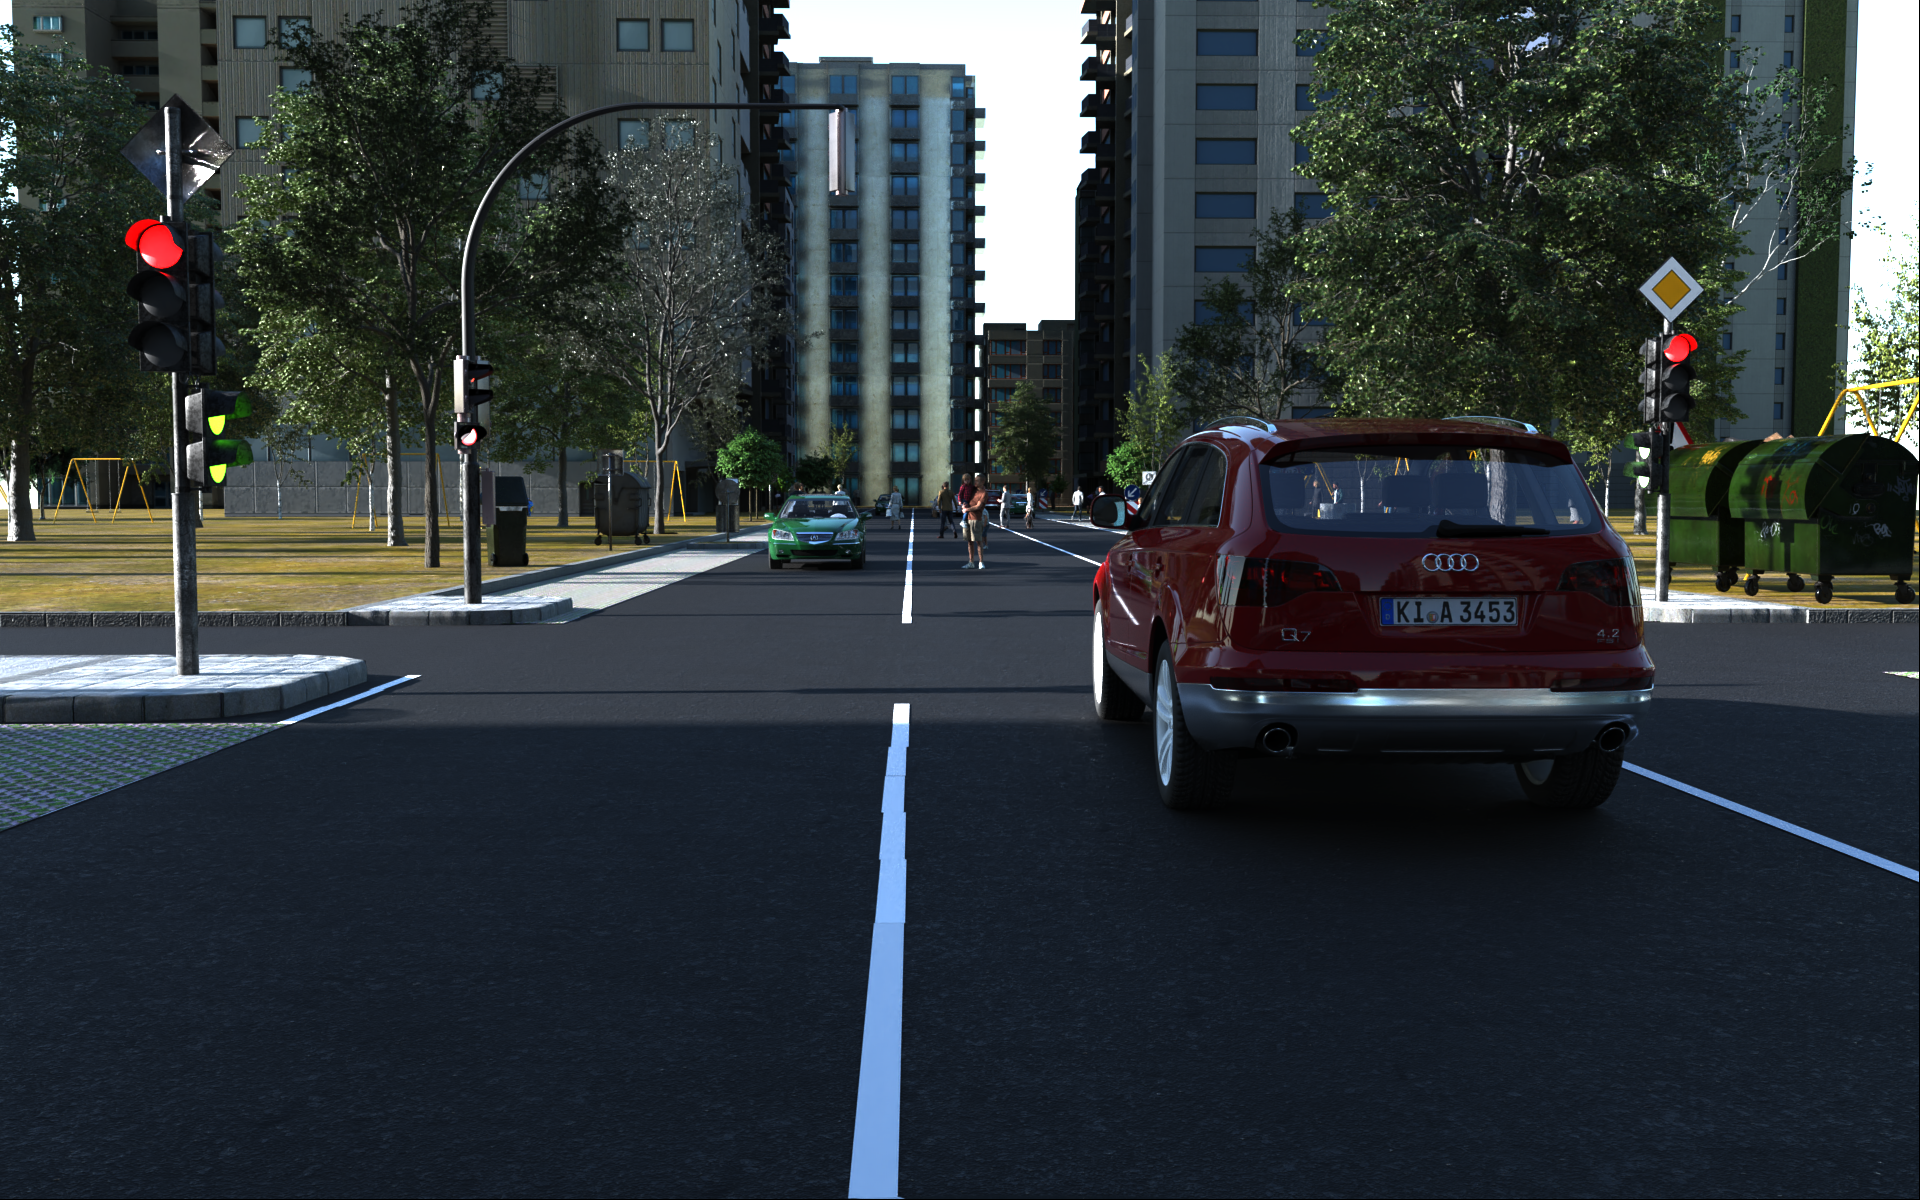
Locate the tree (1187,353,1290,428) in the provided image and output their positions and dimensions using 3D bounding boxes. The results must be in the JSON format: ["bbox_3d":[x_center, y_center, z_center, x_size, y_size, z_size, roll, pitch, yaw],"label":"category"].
[{"bbox_3d":[12.498,-7.980,80.831,4.360,8.622,3.978,0,3,0],"label":"tree"}]

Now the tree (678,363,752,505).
[{"bbox_3d":[-12.946,-8.708,92.744,4.360,8.622,3.978,0,3,0],"label":"tree"}]

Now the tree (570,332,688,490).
[{"bbox_3d":[-13.851,-7.610,74.794,4.737,8.622,4.395,0,3,0],"label":"tree"}]

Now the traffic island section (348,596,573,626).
[{"bbox_3d":[-5.732,0.119,20.328,2.009,0.180,2.903,0,4,-2],"label":"traffic island section"}]

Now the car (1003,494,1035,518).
[{"bbox_3d":[3.563,-5.758,105.936,2.131,1.459,4.920,0,4,-3],"label":"car"}]

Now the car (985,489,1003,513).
[{"bbox_3d":[2.341,-7.455,130.556,2.281,1.827,5.304,0,4,-1],"label":"car"}]

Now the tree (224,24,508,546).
[{"bbox_3d":[-13.962,-7.581,42.085,7.486,12.596,7.792,0,3,0],"label":"tree"}]

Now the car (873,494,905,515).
[{"bbox_3d":[-4.807,-6.474,117.640,2.131,1.459,4.920,0,4,-1],"label":"car"}]

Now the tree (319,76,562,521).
[{"bbox_3d":[-24.236,-13.731,80.399,12.611,20.169,13.585,0,3,0],"label":"tree"}]

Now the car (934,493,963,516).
[{"bbox_3d":[-0.690,-6.580,116.629,2.155,1.783,4.494,0,4,0],"label":"car"}]

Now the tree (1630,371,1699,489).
[{"bbox_3d":[35.025,-8.318,86.359,4.737,8.622,4.395,0,3,0],"label":"tree"}]

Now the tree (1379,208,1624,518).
[{"bbox_3d":[14.186,-5.828,45.651,4.737,8.622,4.395,0,3,0],"label":"tree"}]

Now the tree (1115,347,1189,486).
[{"bbox_3d":[9.803,-8.352,86.922,4.737,8.622,4.395,0,3,0],"label":"tree"}]

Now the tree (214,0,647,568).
[{"bbox_3d":[-9.097,-5.867,30.342,8.767,10.594,7.601,1,4,22],"label":"tree"}]

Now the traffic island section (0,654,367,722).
[{"bbox_3d":[-5.520,0.608,12.345,2.009,0.180,2.903,0,4,-2],"label":"traffic island section"}]

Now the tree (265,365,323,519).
[{"bbox_3d":[-34.908,-8.477,88.968,4.360,8.622,3.978,0,3,0],"label":"tree"}]

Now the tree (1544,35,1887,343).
[{"bbox_3d":[29.718,-13.047,69.208,12.611,20.169,13.585,0,3,0],"label":"tree"}]

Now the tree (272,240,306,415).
[{"bbox_3d":[-29.284,-9.726,65.676,9.857,13.997,8.962,0,3,0],"label":"tree"}]

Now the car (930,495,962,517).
[{"bbox_3d":[-0.853,-5.945,109.567,2.083,1.381,4.827,0,4,-2],"label":"car"}]

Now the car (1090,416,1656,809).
[{"bbox_3d":[1.904,-0.046,9.424,2.281,1.827,5.304,0,4,-1],"label":"car"}]

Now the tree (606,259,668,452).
[{"bbox_3d":[-15.117,-9.131,67.414,7.486,12.596,7.792,0,3,0],"label":"tree"}]

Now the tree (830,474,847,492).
[{"bbox_3d":[-11.692,-10.575,167.505,1.663,3.219,1.824,0,3,0],"label":"tree"}]

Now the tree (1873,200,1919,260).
[{"bbox_3d":[24.213,-5.644,42.638,4.737,8.622,4.395,0,3,0],"label":"tree"}]

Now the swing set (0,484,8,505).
[{"bbox_3d":[-36.746,-4.114,64.891,2.862,2.851,3.119,-2,4,-30],"label":"swing set"}]

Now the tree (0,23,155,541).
[{"bbox_3d":[-25.788,-8.606,47.367,9.857,13.997,8.962,0,3,0],"label":"tree"}]

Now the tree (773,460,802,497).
[{"bbox_3d":[-9.714,-6.316,97.872,1.663,3.219,1.824,0,3,0],"label":"tree"}]

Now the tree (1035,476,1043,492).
[{"bbox_3d":[7.964,-10.360,163.990,1.663,3.219,1.824,0,3,0],"label":"tree"}]

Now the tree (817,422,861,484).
[{"bbox_3d":[-12.005,-13.607,172.832,4.737,8.622,4.395,0,3,0],"label":"tree"}]

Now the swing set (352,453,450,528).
[{"bbox_3d":[-21.546,-4.208,66.426,3.119,2.851,2.862,0,4,-1],"label":"swing set"}]

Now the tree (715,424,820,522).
[{"bbox_3d":[-10.178,-6.342,87.409,4.285,4.588,4.351,0,3,0],"label":"tree"}]

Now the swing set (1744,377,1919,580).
[{"bbox_3d":[12.962,-1.620,24.108,2.862,2.851,3.119,0,4,6],"label":"swing set"}]

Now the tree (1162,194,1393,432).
[{"bbox_3d":[9.815,-7.338,54.386,8.767,10.594,7.601,-3,5,-39],"label":"tree"}]

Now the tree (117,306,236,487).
[{"bbox_3d":[-26.298,-6.552,57.494,4.737,8.622,4.395,0,3,0],"label":"tree"}]

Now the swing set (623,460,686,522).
[{"bbox_3d":[-14.770,-5.110,81.173,3.119,2.851,2.862,-2,4,-26],"label":"swing set"}]

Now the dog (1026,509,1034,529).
[{"bbox_3d":[3.005,-3.373,71.991,0.513,0.831,0.800,3,5,44],"label":"dog"}]

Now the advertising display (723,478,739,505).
[{"bbox_3d":[-9.014,-3.854,68.219,0.123,1.923,0.974,2,4,26],"label":"advertising display"}]

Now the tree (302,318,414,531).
[{"bbox_3d":[-20.728,-6.712,60.097,4.737,8.622,4.395,0,3,0],"label":"tree"}]

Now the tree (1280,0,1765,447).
[{"bbox_3d":[10.831,-7.815,34.424,9.857,13.997,8.962,0,3,0],"label":"tree"}]

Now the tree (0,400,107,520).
[{"bbox_3d":[-53.809,-7.578,86.811,20.602,7.101,11.467,-1,4,-20],"label":"tree"}]

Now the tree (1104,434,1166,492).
[{"bbox_3d":[9.404,-6.634,92.174,4.285,4.588,4.351,0,3,0],"label":"tree"}]

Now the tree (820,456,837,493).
[{"bbox_3d":[-10.719,-8.831,128.094,4.285,4.588,4.351,0,3,0],"label":"tree"}]

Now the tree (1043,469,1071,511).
[{"bbox_3d":[7.445,-8.343,131.017,1.663,3.219,1.824,0,3,0],"label":"tree"}]

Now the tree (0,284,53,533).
[{"bbox_3d":[-31.667,-6.531,57.145,4.737,8.622,4.395,0,3,0],"label":"tree"}]

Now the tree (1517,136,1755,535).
[{"bbox_3d":[21.121,-8.335,54.412,7.486,12.596,7.792,0,3,0],"label":"tree"}]

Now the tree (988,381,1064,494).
[{"bbox_3d":[6.681,-15.626,173.605,7.486,12.596,7.792,0,3,0],"label":"tree"}]

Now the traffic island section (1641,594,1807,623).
[{"bbox_3d":[8.405,0.097,20.697,2.009,0.180,2.903,0,4,-2],"label":"traffic island section"}]

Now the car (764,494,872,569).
[{"bbox_3d":[-2.813,-1.399,34.667,2.131,1.459,4.920,0,4,-2],"label":"car"}]

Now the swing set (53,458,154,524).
[{"bbox_3d":[-37.550,-4.801,76.116,3.119,2.851,2.862,1,4,10],"label":"swing set"}]

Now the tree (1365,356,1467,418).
[{"bbox_3d":[18.323,-7.372,70.900,4.360,8.622,3.978,0,3,0],"label":"tree"}]

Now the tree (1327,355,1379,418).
[{"bbox_3d":[18.216,-7.798,77.855,4.737,8.622,4.395,0,3,0],"label":"tree"}]

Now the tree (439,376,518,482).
[{"bbox_3d":[-25.334,-8.651,91.800,4.360,8.622,3.978,0,3,0],"label":"tree"}]

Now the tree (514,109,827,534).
[{"bbox_3d":[-9.532,-8.859,55.208,12.009,13.543,11.850,0,3,0],"label":"tree"}]

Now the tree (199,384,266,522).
[{"bbox_3d":[-35.256,-7.980,80.841,4.360,8.622,3.978,0,3,0],"label":"tree"}]
